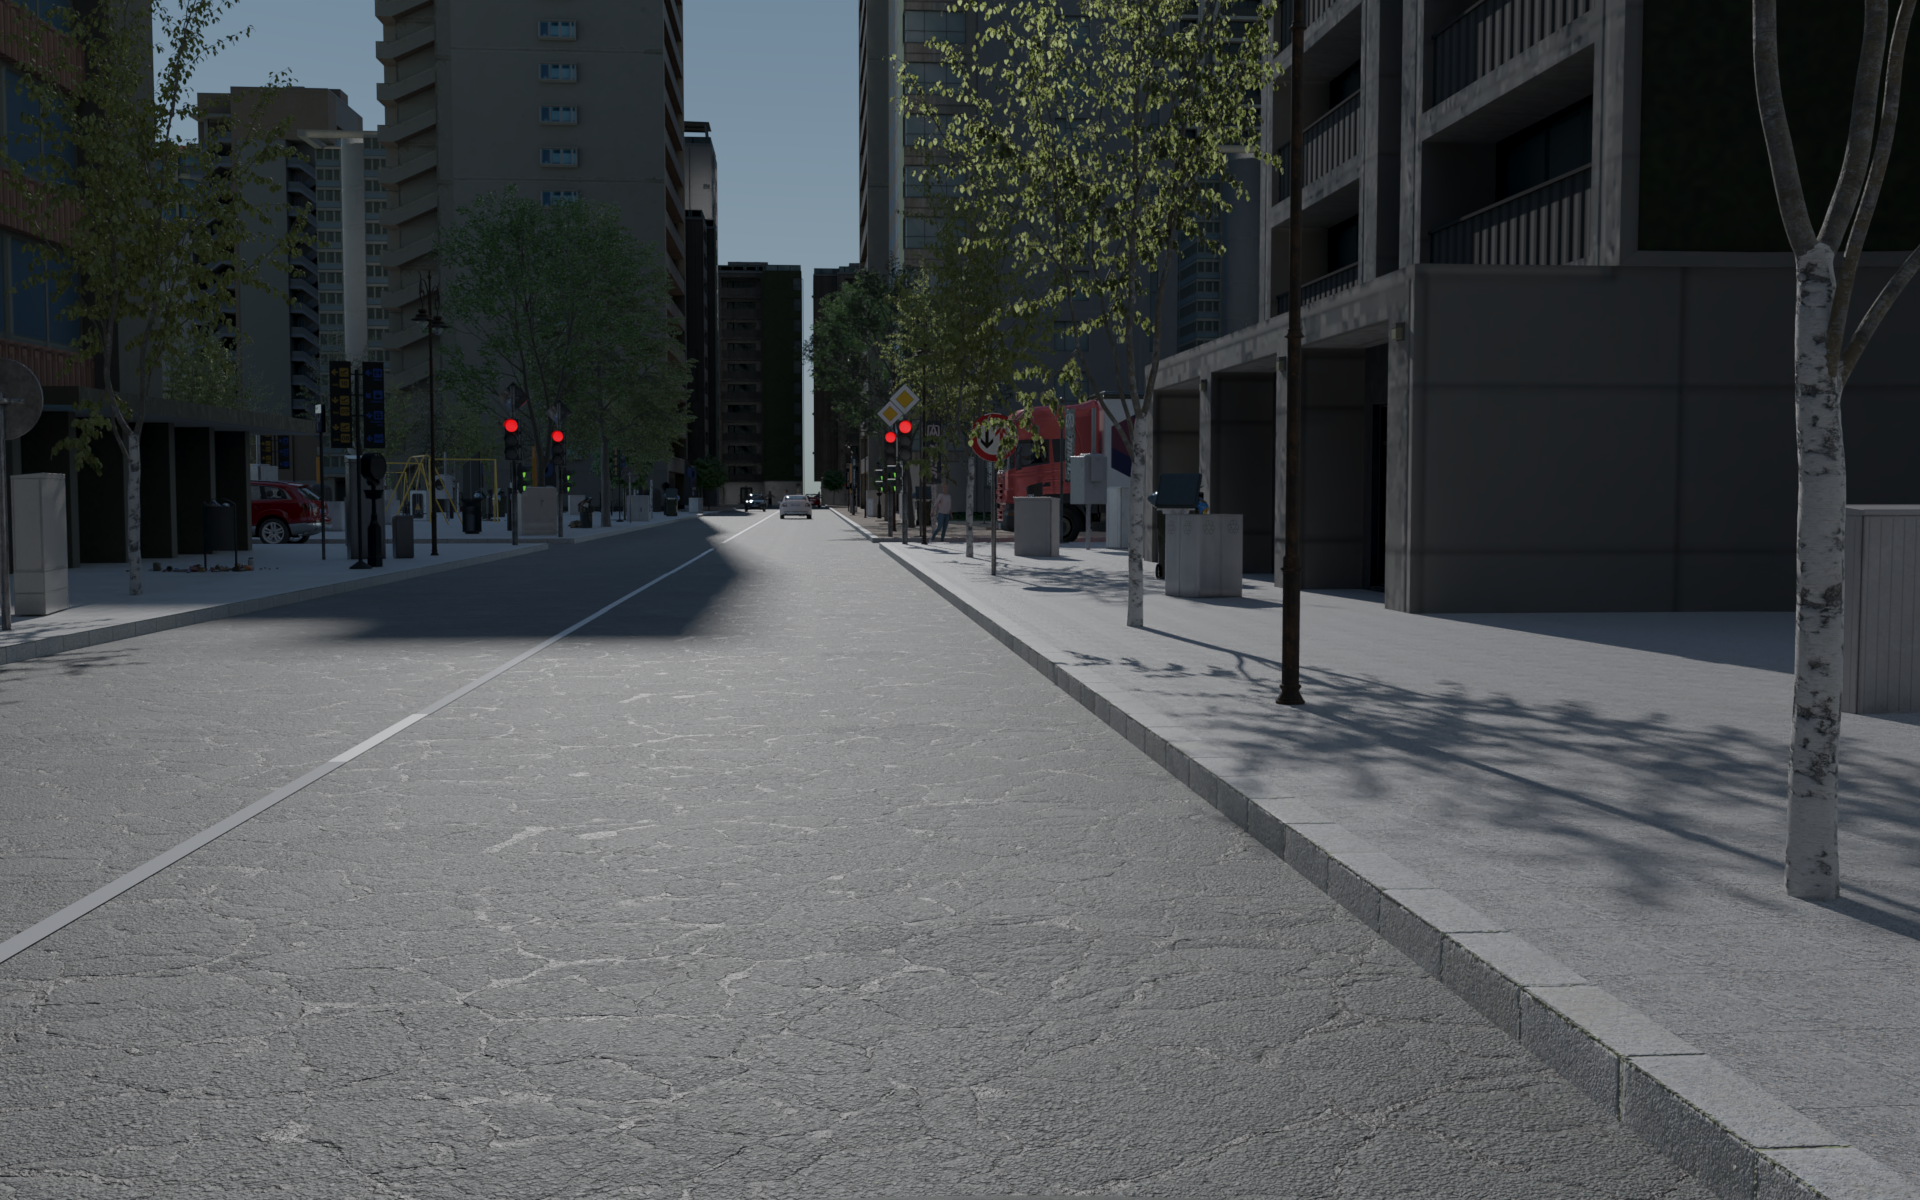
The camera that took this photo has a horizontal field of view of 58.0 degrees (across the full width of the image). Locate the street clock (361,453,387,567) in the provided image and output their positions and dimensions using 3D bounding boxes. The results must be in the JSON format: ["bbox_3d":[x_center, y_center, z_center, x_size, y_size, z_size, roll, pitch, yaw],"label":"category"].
[{"bbox_3d":[-10.290,-1.580,30.406,0.358,2.002,0.471,1,4,17],"label":"street clock"}]

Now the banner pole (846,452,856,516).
[{"bbox_3d":[-6.347,-6.929,103.298,0.401,3.779,0.863,-1,4,-20],"label":"banner pole"}]

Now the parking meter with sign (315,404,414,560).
[{"bbox_3d":[-11.734,-2.321,34.210,1.738,3.016,0.543,-2,4,-31],"label":"parking meter with sign"}]

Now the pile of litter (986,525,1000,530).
[{"bbox_3d":[1.645,-2.916,61.644,1.176,0.858,1.719,-2,4,-30],"label":"pile of litter"}]

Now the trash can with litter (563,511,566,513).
[{"bbox_3d":[-27.557,-6.551,118.165,2.233,1.210,1.678,1,4,22],"label":"trash can with litter"}]

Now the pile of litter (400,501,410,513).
[{"bbox_3d":[-36.905,-6.234,115.887,1.719,0.858,1.176,1,4,22],"label":"pile of litter"}]

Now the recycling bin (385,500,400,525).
[{"bbox_3d":[-23.966,-3.673,72.603,0.722,1.027,0.722,1,4,15],"label":"recycling bin"}]

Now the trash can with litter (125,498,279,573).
[{"bbox_3d":[-12.698,-1.090,28.875,2.233,1.210,1.678,0,4,-4],"label":"trash can with litter"}]

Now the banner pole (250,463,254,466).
[{"bbox_3d":[-50.631,-8.158,123.403,0.863,3.779,0.401,0,4,3],"label":"banner pole"}]

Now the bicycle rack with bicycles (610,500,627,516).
[{"bbox_3d":[-19.821,-5.412,101.861,2.852,0.926,2.925,-1,4,-17],"label":"bicycle rack with bicycles"}]

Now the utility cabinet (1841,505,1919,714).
[{"bbox_3d":[5.691,0.054,10.276,1.020,1.237,0.306,-1,4,-12],"label":"utility cabinet"}]

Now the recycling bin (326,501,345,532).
[{"bbox_3d":[-21.591,-2.881,59.663,0.722,1.027,0.722,0,4,-8],"label":"recycling bin"}]

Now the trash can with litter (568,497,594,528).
[{"bbox_3d":[-14.232,-3.273,64.900,1.055,1.170,0.624,2,4,25],"label":"trash can with litter"}]

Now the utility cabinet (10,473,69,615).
[{"bbox_3d":[-9.893,-0.607,18.610,0.318,1.500,1.173,-1,4,-17],"label":"utility cabinet"}]

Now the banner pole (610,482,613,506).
[{"bbox_3d":[-24.920,-8.183,123.802,0.401,3.779,0.863,1,4,11],"label":"banner pole"}]

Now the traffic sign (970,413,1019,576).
[{"bbox_3d":[0.533,-1.659,27.237,0.768,2.556,0.104,0,4,-3],"label":"traffic sign"}]

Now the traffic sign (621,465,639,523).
[{"bbox_3d":[-14.522,-4.657,76.255,0.768,2.556,0.104,0,4,-1],"label":"traffic sign"}]

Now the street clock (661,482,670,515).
[{"bbox_3d":[-17.849,-6.141,104.973,0.471,2.002,0.358,-2,4,-32],"label":"street clock"}]

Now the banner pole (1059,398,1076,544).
[{"bbox_3d":[2.752,-3.351,44.810,0.401,3.779,0.863,-2,4,-29],"label":"banner pole"}]

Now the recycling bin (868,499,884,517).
[{"bbox_3d":[-4.701,-5.150,96.749,0.722,1.027,0.722,-2,4,-28],"label":"recycling bin"}]

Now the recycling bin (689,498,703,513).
[{"bbox_3d":[-17.803,-6.378,116.827,0.722,1.027,0.722,1,4,20],"label":"recycling bin"}]

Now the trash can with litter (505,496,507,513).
[{"bbox_3d":[-30.435,-6.372,115.562,0.624,1.170,1.055,-2,4,-25],"label":"trash can with litter"}]

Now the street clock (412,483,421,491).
[{"bbox_3d":[-32.163,-5.987,102.451,0.471,2.002,0.358,0,4,-3],"label":"street clock"}]

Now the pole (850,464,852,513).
[{"bbox_3d":[-7.265,-7.458,115.787,0.158,3.312,0.155,0,3,0],"label":"pole"}]

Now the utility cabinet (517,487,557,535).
[{"bbox_3d":[-13.036,-2.739,53.461,1.173,1.500,0.318,-3,4,-39],"label":"utility cabinet"}]

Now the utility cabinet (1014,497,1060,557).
[{"bbox_3d":[1.585,-1.498,35.661,1.020,1.237,0.306,3,5,44],"label":"utility cabinet"}]

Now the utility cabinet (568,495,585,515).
[{"bbox_3d":[-23.451,-5.798,105.952,1.020,1.237,0.306,-3,5,-42],"label":"utility cabinet"}]

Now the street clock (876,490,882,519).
[{"bbox_3d":[-4.232,-5.270,90.732,0.471,2.002,0.358,-1,4,-21],"label":"street clock"}]

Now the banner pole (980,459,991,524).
[{"bbox_3d":[1.202,-5.139,74.037,0.401,3.779,0.863,-3,5,-44],"label":"banner pole"}]

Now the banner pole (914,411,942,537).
[{"bbox_3d":[-0.946,-3.781,51.833,0.863,3.779,0.401,0,4,-6],"label":"banner pole"}]

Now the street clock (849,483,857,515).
[{"bbox_3d":[-6.529,-6.201,105.954,0.471,2.002,0.358,0,3,0],"label":"street clock"}]

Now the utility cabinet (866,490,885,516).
[{"bbox_3d":[-4.822,-5.577,99.862,1.173,1.500,0.318,-1,4,-20],"label":"utility cabinet"}]

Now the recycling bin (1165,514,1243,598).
[{"bbox_3d":[3.057,-0.561,21.720,0.722,1.027,0.722,-2,4,-27],"label":"recycling bin"}]

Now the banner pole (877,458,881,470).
[{"bbox_3d":[-5.592,-7.945,119.917,0.401,3.779,0.863,1,4,23],"label":"banner pole"}]

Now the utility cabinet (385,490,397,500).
[{"bbox_3d":[-29.529,-4.946,89.544,0.318,1.500,1.173,0,4,6],"label":"utility cabinet"}]

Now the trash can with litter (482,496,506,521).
[{"bbox_3d":[-22.263,-4.318,81.664,1.678,1.210,2.233,-1,4,-22],"label":"trash can with litter"}]

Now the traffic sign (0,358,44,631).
[{"bbox_3d":[-8.982,-0.987,16.236,0.768,2.556,0.104,0,4,-5],"label":"traffic sign"}]

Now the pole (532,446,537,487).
[{"bbox_3d":[-18.093,-4.882,73.669,0.158,3.312,0.155,0,3,0],"label":"pole"}]

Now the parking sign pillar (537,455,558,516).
[{"bbox_3d":[-24.285,-6.894,101.192,1.447,3.967,1.447,-2,4,-24],"label":"parking sign pillar"}]

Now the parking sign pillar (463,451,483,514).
[{"bbox_3d":[-30.915,-7.431,109.972,1.447,3.967,1.447,2,4,24],"label":"parking sign pillar"}]

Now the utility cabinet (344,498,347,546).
[{"bbox_3d":[-15.035,-1.970,43.364,0.306,1.237,1.020,0,4,8],"label":"utility cabinet"}]

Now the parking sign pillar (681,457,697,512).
[{"bbox_3d":[-19.571,-8.400,125.814,1.447,3.967,1.447,1,4,14],"label":"parking sign pillar"}]

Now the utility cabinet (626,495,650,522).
[{"bbox_3d":[-15.074,-4.276,81.072,1.020,1.237,0.306,0,4,8],"label":"utility cabinet"}]

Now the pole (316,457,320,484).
[{"bbox_3d":[-35.379,-6.219,95.530,0.158,3.312,0.155,0,3,0],"label":"pole"}]
